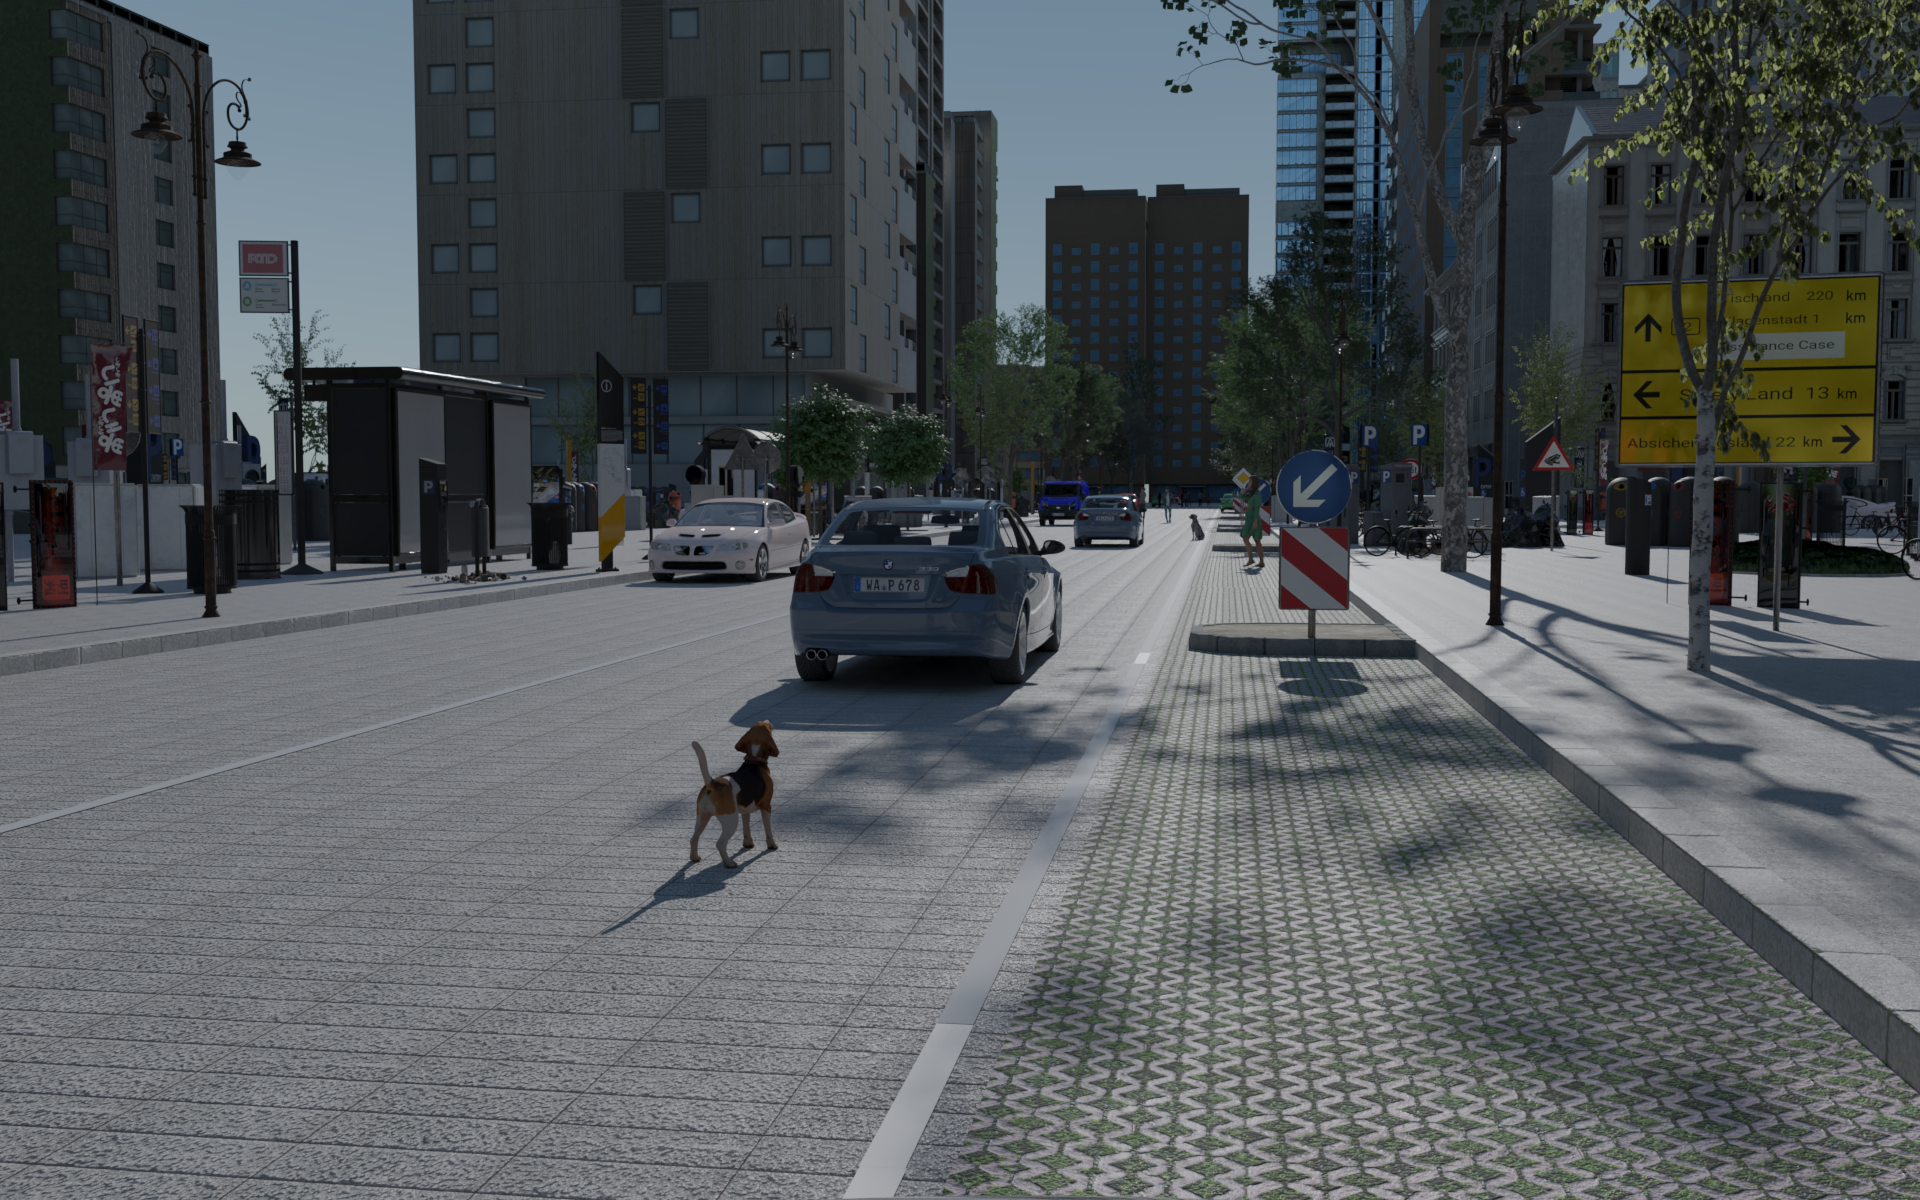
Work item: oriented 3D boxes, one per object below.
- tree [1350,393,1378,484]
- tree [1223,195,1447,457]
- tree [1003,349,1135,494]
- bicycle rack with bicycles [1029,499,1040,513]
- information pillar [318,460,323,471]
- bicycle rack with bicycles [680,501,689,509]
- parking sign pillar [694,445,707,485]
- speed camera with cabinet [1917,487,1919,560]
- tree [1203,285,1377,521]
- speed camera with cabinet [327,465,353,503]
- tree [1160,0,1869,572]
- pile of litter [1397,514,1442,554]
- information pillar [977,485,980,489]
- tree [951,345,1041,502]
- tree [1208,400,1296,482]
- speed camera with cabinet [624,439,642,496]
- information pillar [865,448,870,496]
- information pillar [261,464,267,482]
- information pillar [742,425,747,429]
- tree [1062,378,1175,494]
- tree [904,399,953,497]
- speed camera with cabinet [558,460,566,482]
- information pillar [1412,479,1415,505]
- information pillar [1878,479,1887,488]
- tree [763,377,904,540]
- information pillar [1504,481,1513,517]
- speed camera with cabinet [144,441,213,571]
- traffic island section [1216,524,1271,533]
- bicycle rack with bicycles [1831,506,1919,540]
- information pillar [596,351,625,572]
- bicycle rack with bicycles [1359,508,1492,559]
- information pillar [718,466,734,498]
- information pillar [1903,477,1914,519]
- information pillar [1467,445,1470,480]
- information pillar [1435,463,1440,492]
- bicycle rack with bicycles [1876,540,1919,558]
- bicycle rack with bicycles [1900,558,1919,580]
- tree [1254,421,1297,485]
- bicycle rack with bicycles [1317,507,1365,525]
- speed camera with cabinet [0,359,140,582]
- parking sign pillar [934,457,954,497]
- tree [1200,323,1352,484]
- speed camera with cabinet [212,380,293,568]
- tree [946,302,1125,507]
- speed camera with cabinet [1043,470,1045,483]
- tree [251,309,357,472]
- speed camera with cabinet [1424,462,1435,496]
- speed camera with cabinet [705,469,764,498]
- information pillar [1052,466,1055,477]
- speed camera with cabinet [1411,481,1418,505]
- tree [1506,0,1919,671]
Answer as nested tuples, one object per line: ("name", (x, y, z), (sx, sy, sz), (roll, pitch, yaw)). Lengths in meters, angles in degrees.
("tree", (29.748, -10.440, 121.052), (4.737, 8.622, 4.395), (0, 3, 0))
("tree", (11.749, -7.343, 54.473), (7.601, 10.594, 8.767), (1, 4, 19))
("tree", (6.434, -10.898, 112.596), (8.767, 10.594, 7.601), (2, 4, 24))
("bicycle rack with bicycles", (6.901, -7.655, 138.538), (2.925, 0.926, 2.852), (3, 4, 38))
("information pillar", (-44.461, -7.897, 120.467), (0.504, 3.616, 0.183), (2, 4, 32))
("bicycle rack with bicycles", (-13.159, -4.567, 88.045), (2.852, 0.926, 2.925), (3, 4, 39))
("parking sign pillar", (-13.958, -6.481, 94.438), (1.447, 3.967, 1.447), (-3, 5, -43))
("speed camera with cabinet", (18.957, -2.307, 32.050), (2.038, 3.252, 0.660), (3, 4, 39))
("tree", (17.889, -10.140, 91.547), (9.928, 11.665, 9.643), (0, 3, 0))
("speed camera with cabinet", (-18.712, -3.552, 52.415), (0.660, 3.252, 2.038), (-1, 4, -11))
("tree", (8.332, -10.621, 29.535), (12.611, 20.169, 13.585), (0, 3, 0))
("pile of litter", (10.195, -1.451, 37.688), (1.719, 0.858, 1.176), (-2, 4, -30))
("information pillar", (1.579, -8.270, 139.702), (0.304, 2.012, 0.304), (-3, 5, -43))
("tree", (1.810, -8.219, 84.735), (4.737, 8.622, 4.395), (0, 3, 0))
("tree", (29.188, -15.315, 167.412), (9.611, 12.733, 9.660), (0, 3, 0))
("speed camera with cabinet", (-12.195, -4.219, 63.322), (0.660, 3.252, 2.038), (0, 4, 7))
("information pillar", (-3.591, -4.620, 66.886), (0.183, 3.616, 0.504), (-1, 4, -16))
("information pillar", (-52.756, -8.556, 131.249), (0.504, 3.616, 0.183), (-2, 4, -31))
("information pillar", (-7.098, -4.093, 58.278), (0.504, 3.616, 0.183), (0, 4, 0))
("tree", (15.839, -16.495, 180.060), (12.009, 13.543, 11.850), (0, 3, 0))
("tree", (-1.892, -4.670, 60.063), (4.285, 4.588, 4.351), (0, 3, 0))
("speed camera with cabinet", (-22.275, -6.421, 99.323), (2.038, 3.252, 0.660), (0, 4, -2))
("information pillar", (33.026, -8.273, 126.618), (0.504, 3.616, 0.183), (3, 4, 36))
("information pillar", (43.690, -4.745, 82.073), (0.304, 2.012, 0.304), (-2, 4, -29))
("tree", (-3.841, -3.974, 48.689), (4.285, 4.588, 4.351), (0, 3, 0))
("information pillar", (30.910, -5.696, 97.622), (0.304, 2.012, 0.304), (-3, 4, -36))
("speed camera with cabinet", (-13.713, -2.114, 28.898), (2.038, 3.252, 0.660), (0, 4, -4))
("traffic island section", (10.731, -2.648, 65.569), (2.009, 0.180, 2.903), (1, 4, 9))
("bicycle rack with bicycles", (28.152, -2.405, 52.709), (2.925, 0.926, 2.852), (-1, 4, -16))
("information pillar", (-5.785, -2.281, 28.646), (0.183, 3.616, 0.504), (3, 5, 45))
("bicycle rack with bicycles", (9.699, -1.334, 35.201), (2.925, 0.926, 2.852), (0, 4, 8))
("information pillar", (-6.162, -2.521, 45.711), (0.304, 2.012, 0.304), (3, 4, 39))
("information pillar", (41.735, -4.388, 76.233), (0.304, 2.012, 0.304), (1, 4, 10))
("information pillar", (22.595, -5.257, 77.298), (0.183, 3.616, 0.504), (3, 4, 36))
("information pillar", (36.217, -8.557, 131.265), (0.183, 3.616, 0.504), (-1, 4, -19))
("bicycle rack with bicycles", (21.292, -1.413, 36.479), (2.852, 0.926, 2.925), (-3, 5, -41))
("bicycle rack with bicycles", (15.470, -0.698, 24.793), (2.852, 0.926, 2.925), (-1, 4, -9))
("tree", (23.274, -10.940, 129.230), (4.737, 8.622, 4.395), (0, 3, 0))
("bicycle rack with bicycles", (11.299, -2.176, 48.955), (2.925, 0.926, 2.852), (0, 4, -5))
("speed camera with cabinet", (-13.523, -1.939, 26.044), (0.660, 3.252, 2.038), (3, 5, 39))
("parking sign pillar", (-1.031, -7.494, 111.006), (1.447, 3.967, 1.447), (-2, 4, -31))
("tree", (20.931, -12.656, 113.573), (9.857, 13.997, 8.962), (0, 3, 0))
("speed camera with cabinet", (-12.745, -2.226, 30.731), (0.660, 3.252, 2.038), (1, 4, 15))
("tree", (2.822, -10.229, 93.006), (9.928, 11.665, 9.643), (0, 3, 0))
("speed camera with cabinet", (6.674, -9.010, 141.643), (0.660, 3.252, 2.038), (0, 4, 2))
("tree", (-25.637, -7.203, 68.131), (4.737, 8.622, 4.395), (0, 3, 0))
("speed camera with cabinet", (30.008, -6.983, 108.516), (2.038, 3.252, 0.660), (0, 4, -3))
("speed camera with cabinet", (-7.954, -4.087, 61.157), (2.038, 3.252, 0.660), (-2, 4, -33))
("information pillar", (7.848, -9.439, 145.678), (0.183, 3.616, 0.504), (1, 4, 18))
("speed camera with cabinet", (31.965, -7.971, 124.658), (2.038, 3.252, 0.660), (-2, 4, -25))
("tree", (5.619, -3.790, 12.326), (4.360, 8.622, 3.978), (0, 3, 0))
